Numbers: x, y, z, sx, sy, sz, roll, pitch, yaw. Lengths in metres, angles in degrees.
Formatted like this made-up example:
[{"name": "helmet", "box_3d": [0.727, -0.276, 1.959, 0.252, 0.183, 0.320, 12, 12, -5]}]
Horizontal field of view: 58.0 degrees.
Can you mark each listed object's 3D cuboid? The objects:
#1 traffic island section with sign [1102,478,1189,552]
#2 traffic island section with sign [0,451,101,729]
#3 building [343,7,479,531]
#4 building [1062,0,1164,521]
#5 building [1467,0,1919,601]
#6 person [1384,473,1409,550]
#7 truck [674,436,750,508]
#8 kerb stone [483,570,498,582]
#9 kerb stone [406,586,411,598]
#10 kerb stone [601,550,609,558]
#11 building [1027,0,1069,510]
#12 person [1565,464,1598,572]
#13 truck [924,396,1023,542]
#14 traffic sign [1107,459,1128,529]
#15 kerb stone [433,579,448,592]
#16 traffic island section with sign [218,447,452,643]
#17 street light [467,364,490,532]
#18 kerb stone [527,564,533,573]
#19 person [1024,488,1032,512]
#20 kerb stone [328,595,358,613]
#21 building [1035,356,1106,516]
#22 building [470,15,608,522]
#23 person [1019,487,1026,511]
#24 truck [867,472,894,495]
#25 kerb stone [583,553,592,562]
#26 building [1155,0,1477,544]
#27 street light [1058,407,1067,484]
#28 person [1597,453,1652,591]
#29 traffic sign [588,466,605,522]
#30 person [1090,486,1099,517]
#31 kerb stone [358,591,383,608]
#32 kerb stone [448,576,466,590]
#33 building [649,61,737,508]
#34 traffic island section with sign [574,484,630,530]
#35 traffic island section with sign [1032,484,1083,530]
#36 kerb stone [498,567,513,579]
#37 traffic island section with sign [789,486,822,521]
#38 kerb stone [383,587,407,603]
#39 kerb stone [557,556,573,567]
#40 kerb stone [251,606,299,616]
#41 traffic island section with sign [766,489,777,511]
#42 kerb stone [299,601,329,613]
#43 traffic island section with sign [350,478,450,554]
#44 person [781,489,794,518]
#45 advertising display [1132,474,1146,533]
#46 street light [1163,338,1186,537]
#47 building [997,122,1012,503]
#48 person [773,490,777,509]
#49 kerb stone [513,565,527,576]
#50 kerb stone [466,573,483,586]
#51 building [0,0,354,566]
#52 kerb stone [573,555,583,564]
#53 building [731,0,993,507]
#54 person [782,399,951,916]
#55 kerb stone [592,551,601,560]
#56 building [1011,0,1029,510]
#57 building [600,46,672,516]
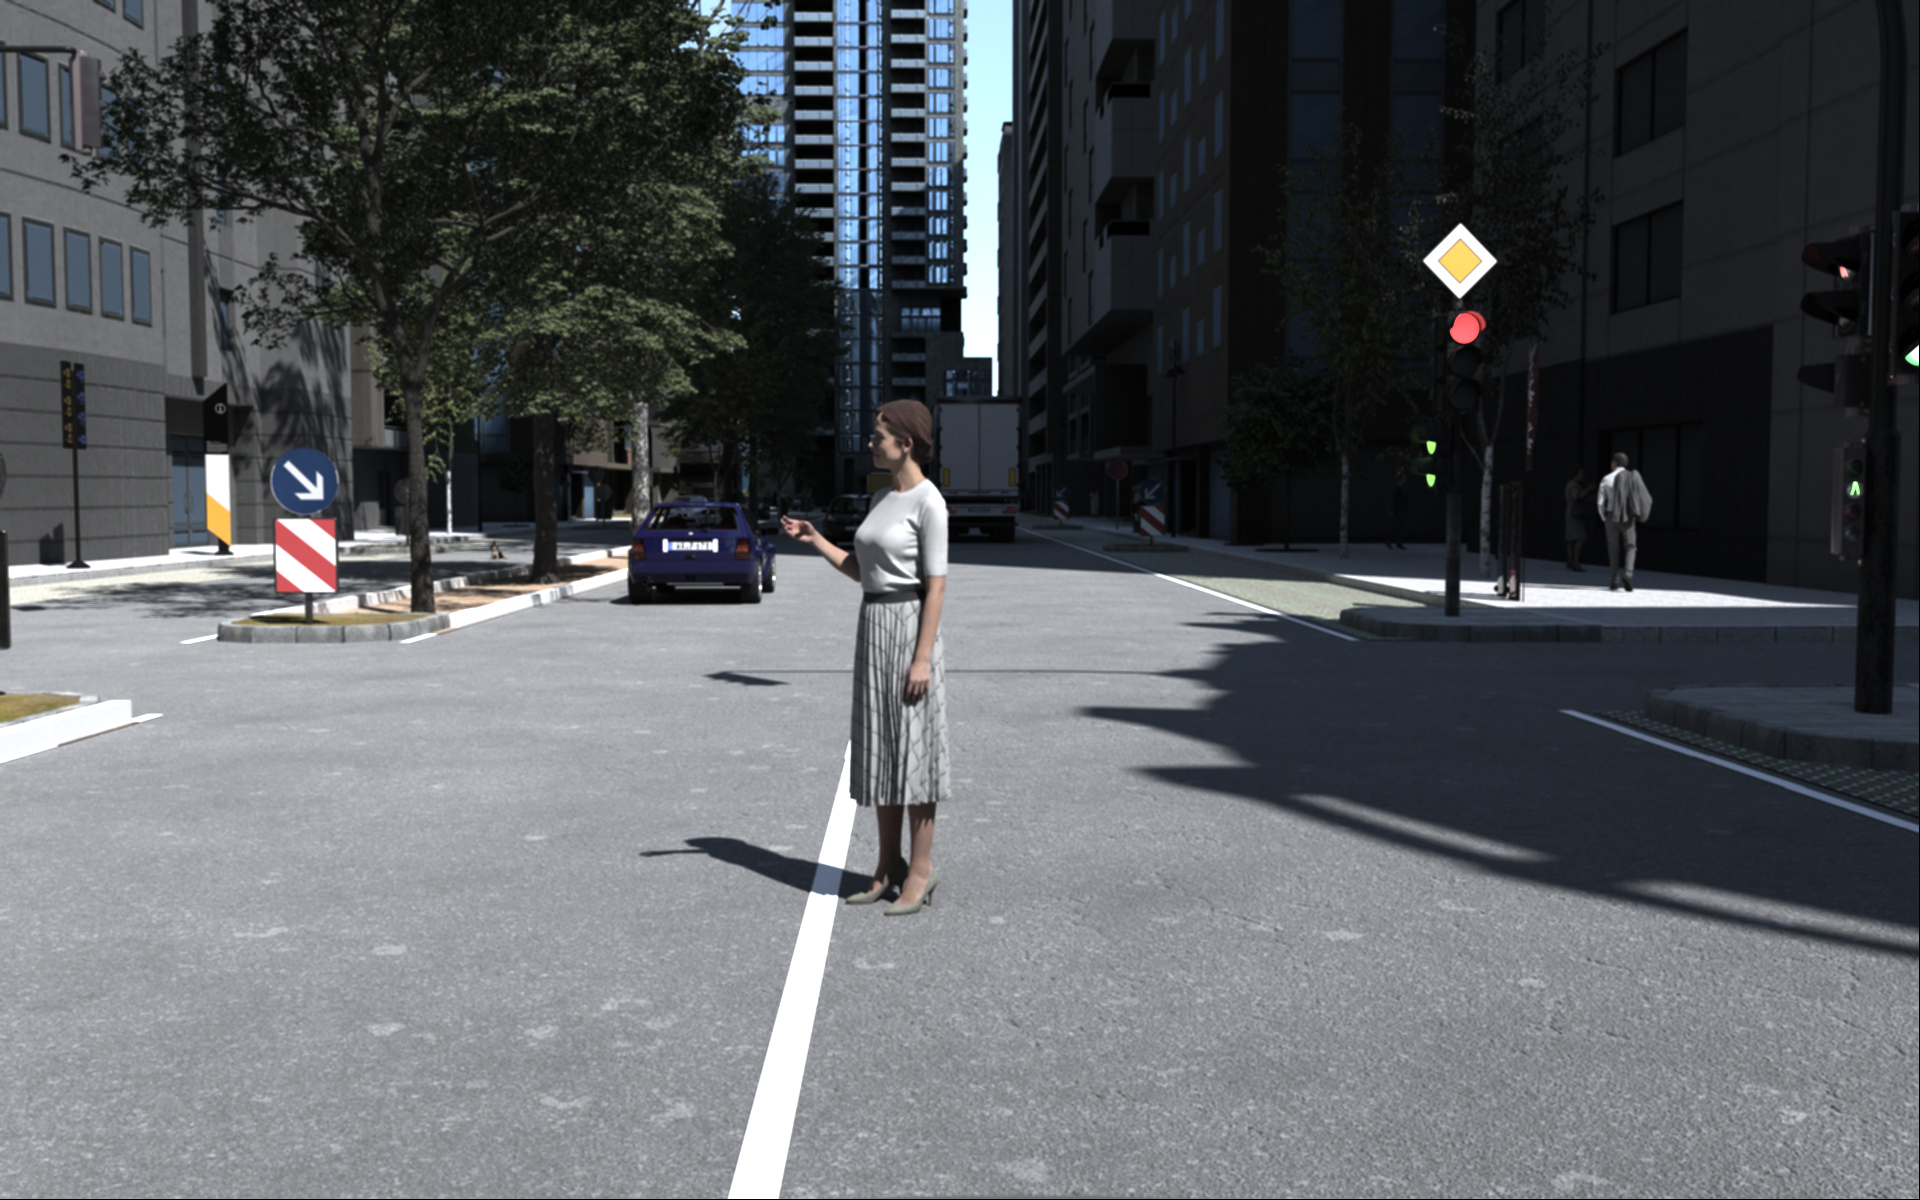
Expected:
[{"name": "traffic island section with sign", "box_3d": [4.590, -2.117, 43.248, 1.989, 1.847, 2.006, 0, 4, -1]}, {"name": "traffic island section with sign", "box_3d": [-6.241, -0.124, 10.170, 2.006, 1.907, 1.989, 0, 4, -1]}, {"name": "building", "box_3d": [-26.302, -23.147, 62.042, 14.154, 41.232, 14.086, 0, 4, -1]}, {"name": "building", "box_3d": [19.146, -29.960, 79.083, 28.713, 52.752, 27.495, 0, 4, -1]}, {"name": "building", "box_3d": [21.654, -35.966, 26.291, 20.611, 71.187, 20.563, 0, 4, -1]}, {"name": "person", "box_3d": [10.124, -2.058, 40.106, 0.534, 1.772, 0.576, 1, 4, 10]}, {"name": "truck", "box_3d": [-12.025, -5.927, 85.821, 2.839, 4.237, 11.283, 0, 4, 0]}, {"name": "kerb stone", "box_3d": [-7.737, -0.366, 28.176, 0.120, 0.150, 1.000, 0, 4, -1]}, {"name": "kerb stone", "box_3d": [-7.635, -0.116, 24.088, 0.120, 0.150, 1.000, 0, 4, -1]}, {"name": "kerb stone", "box_3d": [-7.988, -0.992, 38.417, 0.120, 0.150, 1.000, 0, 4, -1]}, {"name": "building", "box_3d": [16.385, -30.908, 129.051, 21.300, 48.544, 21.600, 0, 4, -1]}, {"name": "person", "box_3d": [10.279, -1.360, 28.636, 0.532, 1.782, 0.716, 1, 4, 21]}, {"name": "truck", "box_3d": [0.340, -4.045, 55.051, 2.839, 4.237, 11.283, 0, 4, -2]}, {"name": "traffic sign", "box_3d": [5.764, -3.869, 63.360, 0.768, 2.556, 0.104, 0, 4, 5]}, {"name": "kerb stone", "box_3d": [-7.664, -0.177, 25.110, 0.120, 0.150, 1.000, 0, 4, -1]}, {"name": "traffic island section with sign", "box_3d": [-6.412, -0.577, 17.575, 2.006, 1.907, 1.989, 0, 4, -1]}, {"name": "street light", "box_3d": [-16.376, -5.270, 58.958, 0.468, 5.910, 1.993, 0, 4, -1]}, {"name": "kerb stone", "box_3d": [-7.816, -0.552, 31.253, 0.120, 0.150, 1.000, 0, 4, -1]}, {"name": "person", "box_3d": [4.935, -7.267, 125.580, 0.721, 1.743, 1.217, 2, 4, 26]}, {"name": "kerb stone", "box_3d": [-7.552, 0.074, 20.994, 0.120, 0.150, 1.000, 0, 4, -1]}, {"name": "building", "box_3d": [15.604, -40.833, 105.863, 20.563, 71.187, 20.611, 0, 4, -1]}, {"name": "building", "box_3d": [-25.540, -26.540, 84.044, 14.600, 45.320, 14.200, 0, 4, -1]}, {"name": "person", "box_3d": [4.641, -7.607, 130.421, 0.705, 1.823, 1.348, 2, 4, 33]}, {"name": "truck", "box_3d": [-6.675, -9.591, 152.741, 3.469, 3.379, 9.791, 0, 4, 0]}, {"name": "kerb stone", "box_3d": [-7.935, -0.867, 36.369, 0.120, 0.150, 1.000, 0, 4, -1]}, {"name": "building", "box_3d": [13.565, -24.481, 50.371, 14.600, 45.320, 14.200, 0, 4, -1]}, {"name": "street light", "box_3d": [5.430, -7.306, 92.237, 0.468, 5.910, 1.993, 0, 4, -1]}, {"name": "person", "box_3d": [8.819, -1.031, 23.000, 0.679, 1.850, 0.850, 1, 4, 17]}, {"name": "traffic sign", "box_3d": [-16.535, -4.814, 78.815, 0.768, 2.556, 0.104, 0, 4, 0]}, {"name": "person", "box_3d": [7.499, -5.507, 96.759, 0.551, 1.740, 0.621, 0, 4, 6]}, {"name": "kerb stone", "box_3d": [-7.587, 0.010, 22.027, 0.120, 0.150, 1.000, 0, 4, -1]}, {"name": "kerb stone", "box_3d": [-7.686, -0.241, 26.132, 0.120, 0.150, 1.000, 0, 4, -1]}, {"name": "building", "box_3d": [-32.277, -28.103, 151.361, 23.993, 40.220, 32.217, 0, 4, -1]}, {"name": "traffic island section with sign", "box_3d": [-14.280, -3.711, 69.301, 1.989, 1.847, 2.006, 0, 4, -1]}, {"name": "traffic island section with sign", "box_3d": [3.927, -3.766, 70.195, 1.989, 1.847, 2.006, 0, 4, -1]}, {"name": "kerb stone", "box_3d": [-7.761, -0.429, 29.203, 0.120, 0.150, 1.000, 0, 4, -1]}, {"name": "traffic island section with sign", "box_3d": [-8.264, -5.172, 92.691, 2.006, 1.907, 1.989, 0, 4, -1]}, {"name": "kerb stone", "box_3d": [-7.609, -0.045, 23.053, 0.120, 0.150, 1.000, 0, 4, -1]}, {"name": "kerb stone", "box_3d": [-7.886, -0.742, 34.325, 0.120, 0.150, 1.000, 0, 4, -1]}, {"name": "kerb stone", "box_3d": [-7.502, 0.199, 18.943, 0.120, 0.150, 1.000, 0, 4, -1]}, {"name": "traffic island section with sign", "box_3d": [-16.202, -8.508, 147.739, 1.989, 1.847, 2.006, 0, 4, -1]}, {"name": "kerb stone", "box_3d": [-7.532, 0.138, 19.965, 0.120, 0.150, 1.000, 0, 4, -1]}, {"name": "traffic island section with sign", "box_3d": [-13.620, -2.063, 42.354, 1.989, 1.847, 2.006, 0, 4, -1]}, {"name": "person", "box_3d": [-9.563, -5.237, 94.848, 0.721, 1.736, 1.217, 3, 5, 41]}, {"name": "advertising display", "box_3d": [5.891, -3.170, 57.041, 0.123, 1.923, 0.974, -1, 4, -15]}, {"name": "street light", "box_3d": [6.366, -4.815, 51.507, 0.468, 5.910, 1.993, 0, 4, -1]}, {"name": "building", "box_3d": [11.234, -30.616, 184.172, 14.086, 41.232, 14.154, 0, 4, -1]}, {"name": "person", "box_3d": [-16.884, -9.140, 158.075, 1.348, 1.807, 0.705, -1, 4, -23]}, {"name": "kerb stone", "box_3d": [-7.780, -0.491, 30.225, 0.120, 0.150, 1.000, 0, 4, -1]}, {"name": "kerb stone", "box_3d": [-7.712, -0.303, 27.154, 0.120, 0.150, 1.000, 0, 4, -1]}, {"name": "building", "box_3d": [-27.072, -29.993, 32.393, 21.231, 58.520, 28.212, 0, 4, -1]}, {"name": "kerb stone", "box_3d": [-7.910, -0.804, 35.347, 0.120, 0.150, 1.000, 0, 4, -1]}, {"name": "building", "box_3d": [-12.334, -53.479, 187.049, 31.000, 86.520, 22.319, 0, 4, -1]}, {"name": "person", "box_3d": [-0.291, 0.191, 5.955, 0.524, 1.755, 0.480, -3, 4, -37]}, {"name": "kerb stone", "box_3d": [-7.961, -0.924, 37.391, 0.120, 0.150, 1.000, 0, 4, -1]}, {"name": "building", "box_3d": [15.102, -37.406, 153.582, 21.231, 58.520, 28.212, 0, 4, -1]}, {"name": "building", "box_3d": [-30.050, -27.633, 106.423, 22.147, 44.769, 28.867, 0, 4, -1]}]
